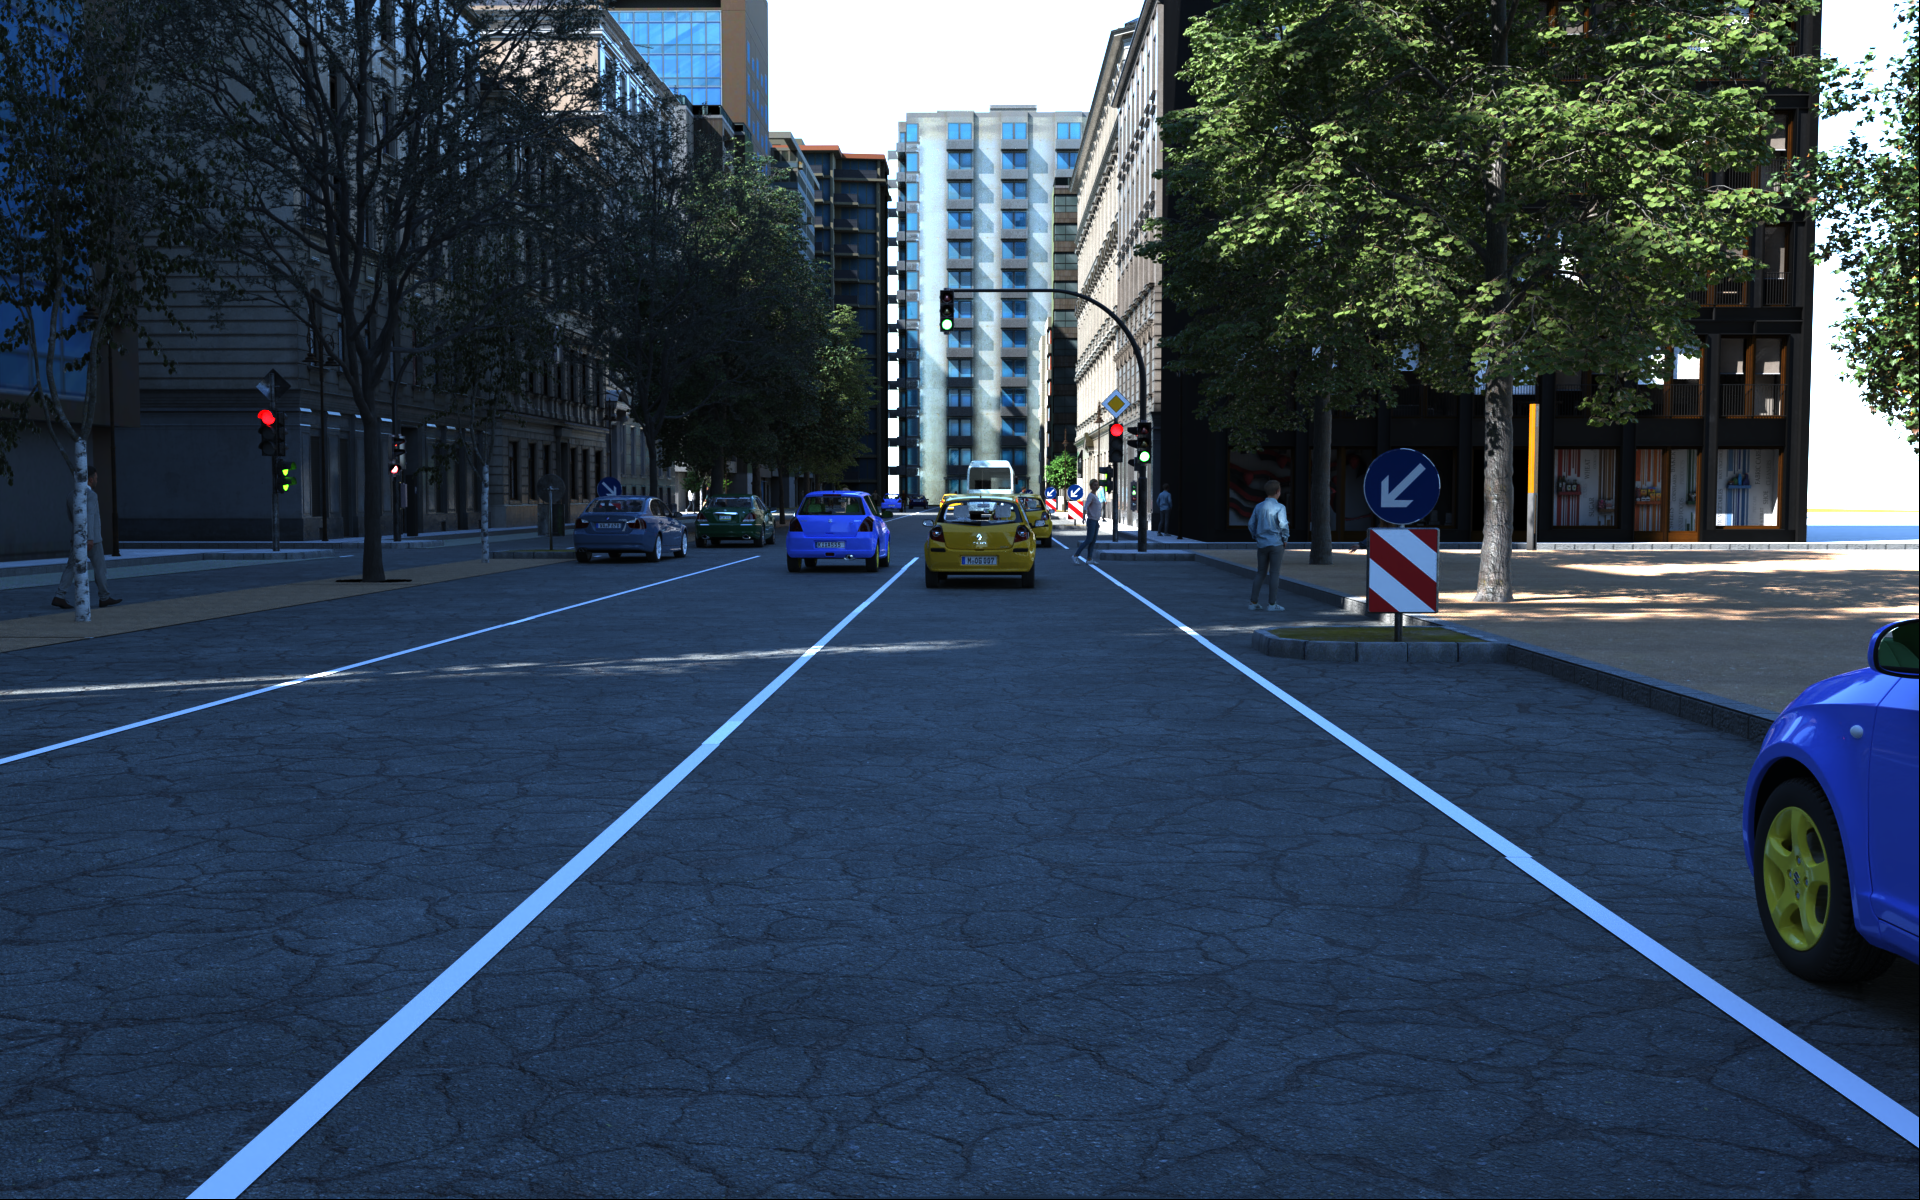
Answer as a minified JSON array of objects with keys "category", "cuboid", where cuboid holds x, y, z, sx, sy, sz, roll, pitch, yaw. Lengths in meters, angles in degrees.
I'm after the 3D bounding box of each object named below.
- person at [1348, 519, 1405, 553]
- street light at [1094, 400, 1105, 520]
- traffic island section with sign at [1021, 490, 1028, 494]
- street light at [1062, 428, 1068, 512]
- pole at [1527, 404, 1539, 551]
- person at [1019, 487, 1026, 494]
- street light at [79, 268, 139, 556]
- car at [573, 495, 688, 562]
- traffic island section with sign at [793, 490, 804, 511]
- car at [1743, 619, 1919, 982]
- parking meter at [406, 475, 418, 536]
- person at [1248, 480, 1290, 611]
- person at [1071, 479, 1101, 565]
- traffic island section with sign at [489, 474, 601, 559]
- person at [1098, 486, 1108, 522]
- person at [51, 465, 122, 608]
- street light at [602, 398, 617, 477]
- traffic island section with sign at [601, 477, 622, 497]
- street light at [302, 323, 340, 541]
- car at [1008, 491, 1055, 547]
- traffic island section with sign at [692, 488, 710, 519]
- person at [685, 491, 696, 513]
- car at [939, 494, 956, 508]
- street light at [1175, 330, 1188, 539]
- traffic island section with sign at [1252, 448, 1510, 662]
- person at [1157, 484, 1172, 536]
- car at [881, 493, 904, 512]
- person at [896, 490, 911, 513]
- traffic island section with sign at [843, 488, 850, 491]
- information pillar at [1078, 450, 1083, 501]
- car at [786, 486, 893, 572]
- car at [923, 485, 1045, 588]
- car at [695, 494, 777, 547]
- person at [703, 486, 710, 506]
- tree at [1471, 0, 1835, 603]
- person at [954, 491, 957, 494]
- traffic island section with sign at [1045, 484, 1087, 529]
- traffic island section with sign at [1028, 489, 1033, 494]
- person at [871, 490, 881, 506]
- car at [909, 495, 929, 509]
[{"category":"person","cuboid":[6.472,-0.885,26.005,0.738,1.151,1.012,-3,5,-42]},{"category":"street light","cuboid":[6.848,-6.885,85.359,0.468,5.910,1.993,0,4,1]},{"category":"traffic island section with sign","cuboid":[6.226,-10.191,175.253,1.989,1.847,2.006,0,4,1]},{"category":"street light","cuboid":[7.373,-9.077,121.201,0.468,5.910,1.993,0,4,1]},{"category":"pole","cuboid":[12.991,-2.778,39.260,0.158,3.312,0.155,0,3,0]},{"category":"person","cuboid":[3.345,-5.067,91.326,0.713,1.824,0.794,3,5,42]},{"category":"street light","cuboid":[-17.410,-3.839,35.555,0.468,5.910,1.993,0,4,1]},{"category":"car","cuboid":[-7.132,-1.570,37.667,2.014,1.417,4.499,0,4,2]},{"category":"traffic island section with sign","cuboid":[-13.316,-8.607,149.355,1.989,1.847,2.006,0,4,1]},{"category":"car","cuboid":[3.278,0.342,4.000,1.945,1.707,3.694,0,4,1]},{"category":"parking meter","cuboid":[-16.615,-2.862,52.510,0.255,1.863,0.399,0,4,-2]},{"category":"person","cuboid":[3.812,-0.668,21.240,0.330,1.601,0.589,-3,4,-38]},{"category":"person","cuboid":[2.547,-1.583,35.053,0.598,1.740,0.731,1,4,8]},{"category":"traffic island section with sign","cuboid":[-9.373,-1.889,39.024,2.006,1.907,1.989,0,4,1]},{"category":"person","cuboid":[6.440,-4.496,79.417,0.748,1.841,0.638,0,4,-2]},{"category":"person","cuboid":[-11.028,-0.797,21.806,0.678,1.792,0.850,2,4,30]},{"category":"street light","cuboid":[-16.786,-6.751,83.159,0.468,5.910,1.993,0,4,1]},{"category":"traffic island section with sign","cuboid":[-9.248,-2.342,46.430,2.006,1.907,1.989,0,4,1]},{"category":"street light","cuboid":[-17.297,-4.540,47.009,0.468,5.910,1.993,0,4,1]},{"category":"car","cuboid":[1.648,-2.305,47.906,2.015,1.641,3.980,0,4,1]},{"category":"traffic island section with sign","cuboid":[-14.109,-5.507,98.663,1.989,1.847,2.006,0,4,1]},{"category":"person","cuboid":[-17.870,-6.685,115.189,0.661,1.843,0.795,3,5,41]},{"category":"car","cuboid":[-0.627,-7.566,133.927,2.015,1.641,3.980,0,4,2]},{"category":"street light","cuboid":[6.247,-4.663,49.023,0.468,5.910,1.993,0,4,1]},{"category":"traffic island section with sign","cuboid":[3.723,-0.435,15.742,1.989,1.847,2.006,0,4,1]},{"category":"person","cuboid":[6.274,-2.753,52.873,0.330,1.601,0.589,-3,4,-36]},{"category":"car","cuboid":[-5.436,-7.941,139.434,1.945,1.707,3.694,0,4,0]},{"category":"person","cuboid":[-4.364,-7.640,133.928,1.217,1.766,0.721,0,4,2]},{"category":"traffic island section with sign","cuboid":[-8.081,-6.937,121.560,2.006,1.907,1.989,0,4,1]},{"category":"information pillar","cuboid":[6.367,-6.136,91.682,0.183,3.616,0.504,-1,4,-21]},{"category":"car","cuboid":[-2.276,-1.437,33.094,1.945,1.707,3.694,0,4,2]},{"category":"car","cuboid":[0.370,-1.079,27.869,2.015,1.641,3.980,0,4,2]},{"category":"car","cuboid":[-6.193,-2.212,47.971,2.131,1.459,4.920,0,3,0]},{"category":"person","cuboid":[-17.199,-6.883,118.557,0.713,1.824,0.794,3,5,39]},{"category":"tree","cuboid":[6.297,-6.277,20.762,7.486,12.596,7.792,0,3,0]},{"category":"person","cuboid":[-0.408,-10.361,178.572,0.621,1.740,0.551,2,4,35]},{"category":"traffic island section with sign","cuboid":[4.594,-3.824,71.155,1.989,1.847,2.006,0,4,1]},{"category":"traffic island section with sign","cuboid":[5.009,-5.483,98.267,1.989,1.847,2.006,0,4,1]},{"category":"person","cuboid":[-7.346,-8.661,150.112,1.348,1.823,0.705,-2,4,-31]},{"category":"car","cuboid":[-4.013,-9.484,167.637,1.945,1.354,3.894,0,4,2]}]
